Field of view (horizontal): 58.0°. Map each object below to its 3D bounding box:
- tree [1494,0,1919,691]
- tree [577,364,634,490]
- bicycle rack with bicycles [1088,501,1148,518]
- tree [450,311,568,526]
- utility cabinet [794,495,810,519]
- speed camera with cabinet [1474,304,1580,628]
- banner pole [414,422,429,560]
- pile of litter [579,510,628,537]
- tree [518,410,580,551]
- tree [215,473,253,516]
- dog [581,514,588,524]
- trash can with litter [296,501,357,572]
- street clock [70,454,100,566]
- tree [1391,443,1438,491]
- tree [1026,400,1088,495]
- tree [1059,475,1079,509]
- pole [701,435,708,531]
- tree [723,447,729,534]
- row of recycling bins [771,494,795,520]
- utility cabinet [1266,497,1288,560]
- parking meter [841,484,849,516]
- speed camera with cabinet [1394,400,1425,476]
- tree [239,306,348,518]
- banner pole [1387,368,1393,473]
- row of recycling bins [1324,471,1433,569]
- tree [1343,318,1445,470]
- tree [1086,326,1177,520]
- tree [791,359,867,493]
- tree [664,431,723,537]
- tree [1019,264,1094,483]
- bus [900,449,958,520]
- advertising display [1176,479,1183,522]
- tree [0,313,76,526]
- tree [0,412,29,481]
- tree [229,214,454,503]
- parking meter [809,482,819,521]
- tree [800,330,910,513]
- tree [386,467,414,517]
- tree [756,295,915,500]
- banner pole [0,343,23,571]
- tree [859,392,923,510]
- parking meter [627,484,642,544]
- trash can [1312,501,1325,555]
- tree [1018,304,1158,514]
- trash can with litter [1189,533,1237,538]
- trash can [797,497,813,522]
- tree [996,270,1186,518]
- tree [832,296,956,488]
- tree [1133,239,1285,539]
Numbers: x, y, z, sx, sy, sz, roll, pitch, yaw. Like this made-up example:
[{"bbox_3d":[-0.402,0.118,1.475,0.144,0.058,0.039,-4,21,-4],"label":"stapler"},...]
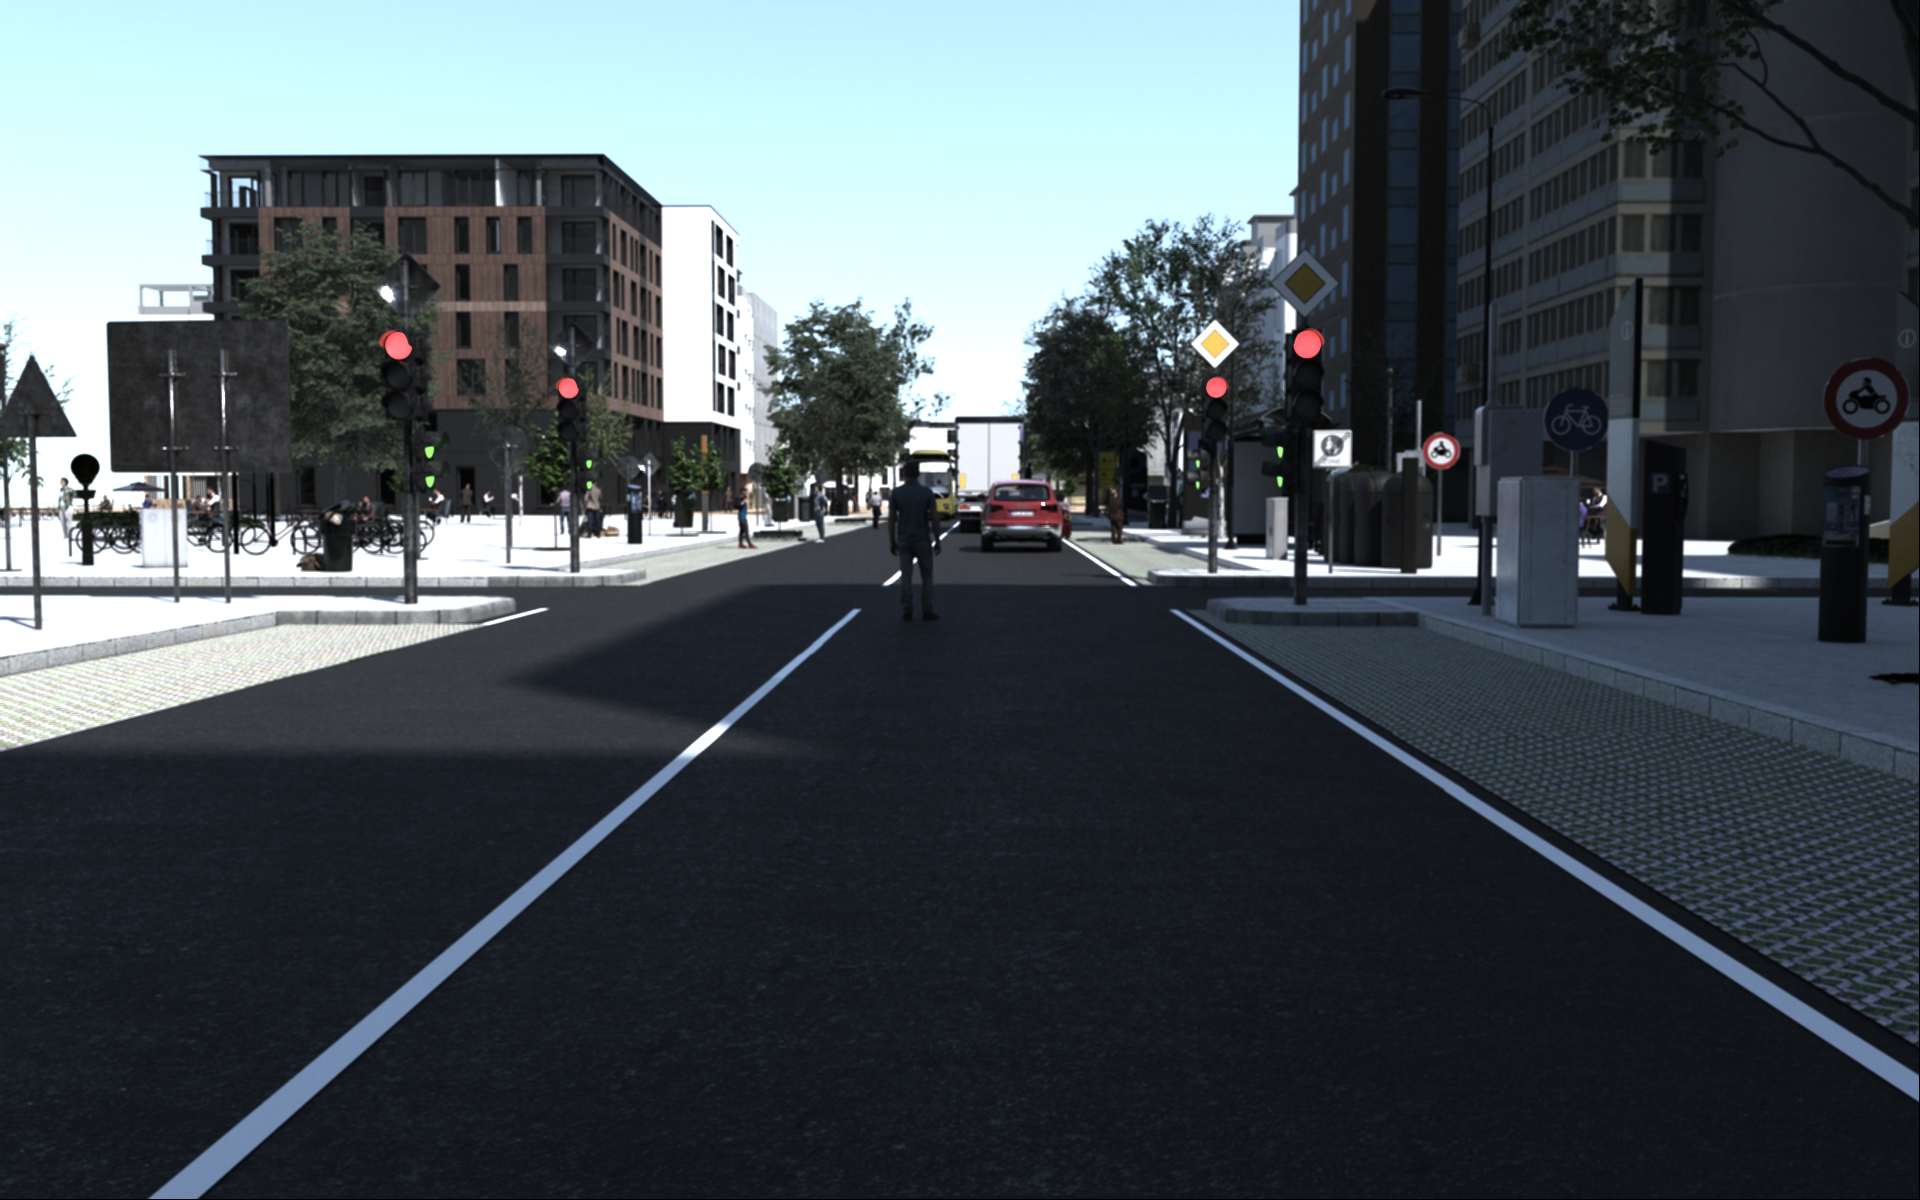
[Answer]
[{"bbox_3d":[6.851,-5.237,11.386,9.928,11.665,9.643,0,3,0],"label":"tree"},{"bbox_3d":[-20.802,-9.093,99.030,4.737,8.622,4.395,0,3,0],"label":"tree"},{"bbox_3d":[9.157,-5.310,100.207,2.925,0.926,2.852,1,4,22],"label":"bicycle rack with bicycles"},{"bbox_3d":[-17.835,-7.267,69.184,4.360,8.622,3.978,0,3,0],"label":"tree"},{"bbox_3d":[-8.184,-4.826,90.062,1.020,1.237,0.306,1,4,9],"label":"utility cabinet"},{"bbox_3d":[5.698,-1.413,17.439,0.660,3.252,2.038,0,4,5],"label":"speed camera with cabinet"},{"bbox_3d":[-10.649,-2.692,34.039,0.401,3.779,0.863,-1,4,-12],"label":"banner pole"},{"bbox_3d":[-10.830,-2.352,52.418,1.719,0.858,1.176,-2,4,-26],"label":"pile of litter"},{"bbox_3d":[-9.111,-2.742,39.440,1.663,3.219,1.824,0,3,0],"label":"tree"},{"bbox_3d":[-37.058,-8.325,86.483,4.360,8.622,3.978,0,3,0],"label":"tree"},{"bbox_3d":[-14.505,-3.227,67.139,0.800,0.831,0.513,1,4,19],"label":"dog"},{"bbox_3d":[-10.529,-1.057,28.674,1.055,1.170,0.624,1,4,20],"label":"trash can with litter"},{"bbox_3d":[-15.688,-1.623,31.105,0.471,2.002,0.358,-2,4,-28],"label":"street clock"},{"bbox_3d":[15.463,-3.895,58.281,1.663,3.219,1.824,0,3,0],"label":"tree"},{"bbox_3d":[9.379,-15.354,169.172,7.486,12.596,7.792,0,3,0],"label":"tree"},{"bbox_3d":[9.663,-9.538,150.554,1.663,3.219,1.824,0,3,0],"label":"tree"},{"bbox_3d":[-8.842,-4.044,59.964,0.158,3.312,0.155,0,3,0],"label":"pole"},{"bbox_3d":[-8.070,-3.793,56.610,1.663,3.219,1.824,0,3,0],"label":"tree"},{"bbox_3d":[-8.957,-4.926,87.650,1.069,1.692,3.534,0,4,3],"label":"row of recycling bins"},{"bbox_3d":[6.262,-1.414,34.285,0.306,1.237,1.020,0,4,2],"label":"utility cabinet"},{"bbox_3d":[-6.666,-5.805,100.623,0.399,1.863,0.255,-1,4,-22],"label":"parking meter"},{"bbox_3d":[9.636,-2.629,37.318,0.660,3.252,2.038,1,4,12],"label":"speed camera with cabinet"},{"bbox_3d":[-37.181,-10.294,94.061,9.928,11.665,9.643,0,3,0],"label":"tree"},{"bbox_3d":[8.500,-2.707,34.271,0.401,3.779,0.863,1,4,9],"label":"banner pole"},{"bbox_3d":[7.497,-1.480,31.312,1.069,1.692,3.534,-1,4,-9],"label":"row of recycling bins"},{"bbox_3d":[18.272,-7.527,73.436,4.360,8.622,3.978,0,3,0],"label":"tree"},{"bbox_3d":[7.384,-7.749,77.055,4.737,8.622,4.395,0,3,0],"label":"tree"},{"bbox_3d":[-7.367,-8.851,95.076,4.360,8.622,3.978,0,3,0],"label":"tree"},{"bbox_3d":[-8.491,-3.545,52.558,1.663,3.219,1.824,0,3,0],"label":"tree"},{"bbox_3d":[7.950,-8.487,64.517,9.928,11.665,9.643,0,3,0],"label":"tree"},{"bbox_3d":[-1.549,-6.484,97.566,2.896,3.916,12.252,0,4,2],"label":"bus"},{"bbox_3d":[9.288,-4.106,72.350,0.123,1.923,0.974,-2,4,-29],"label":"advertising display"},{"bbox_3d":[-38.136,-7.290,69.559,4.737,8.622,4.395,0,3,0],"label":"tree"},{"bbox_3d":[-27.664,-3.921,47.819,4.285,4.588,4.351,0,3,0],"label":"tree"},{"bbox_3d":[-28.699,-10.619,80.280,9.857,13.997,8.962,0,3,0],"label":"tree"},{"bbox_3d":[-7.050,-4.771,83.724,0.399,1.863,0.255,-3,5,-44],"label":"parking meter"},{"bbox_3d":[-7.178,-12.314,119.466,7.486,12.596,7.792,0,3,0],"label":"tree"},{"bbox_3d":[-31.378,-6.332,98.127,1.663,3.219,1.824,0,3,0],"label":"tree"},{"bbox_3d":[-7.794,-12.431,109.906,9.857,13.997,8.962,0,3,0],"label":"tree"},{"bbox_3d":[-16.052,-2.379,28.911,0.863,3.779,0.401,3,4,36],"label":"banner pole"},{"bbox_3d":[-7.040,-12.483,138.501,7.601,10.594,8.767,2,4,24],"label":"tree"},{"bbox_3d":[-8.359,-2.207,44.501,0.372,1.533,0.369,0,3,0],"label":"parking meter"},{"bbox_3d":[7.755,-1.510,36.339,0.748,1.137,0.748,0,3,0],"label":"trash can"},{"bbox_3d":[8.632,-12.677,113.918,9.857,13.997,8.962,0,3,0],"label":"tree"},{"bbox_3d":[7.816,-2.444,51.020,2.233,1.210,1.678,0,4,-5],"label":"trash can with litter"},{"bbox_3d":[-7.179,-4.197,80.270,0.748,1.137,0.748,0,3,0],"label":"trash can"},{"bbox_3d":[7.514,-11.252,94.336,12.009,13.543,11.850,0,3,0],"label":"tree"},{"bbox_3d":[-6.690,-19.097,168.126,12.611,20.169,13.585,0,3,0],"label":"tree"},{"bbox_3d":[7.299,-6.046,49.214,4.360,8.622,3.978,0,3,0],"label":"tree"}]
